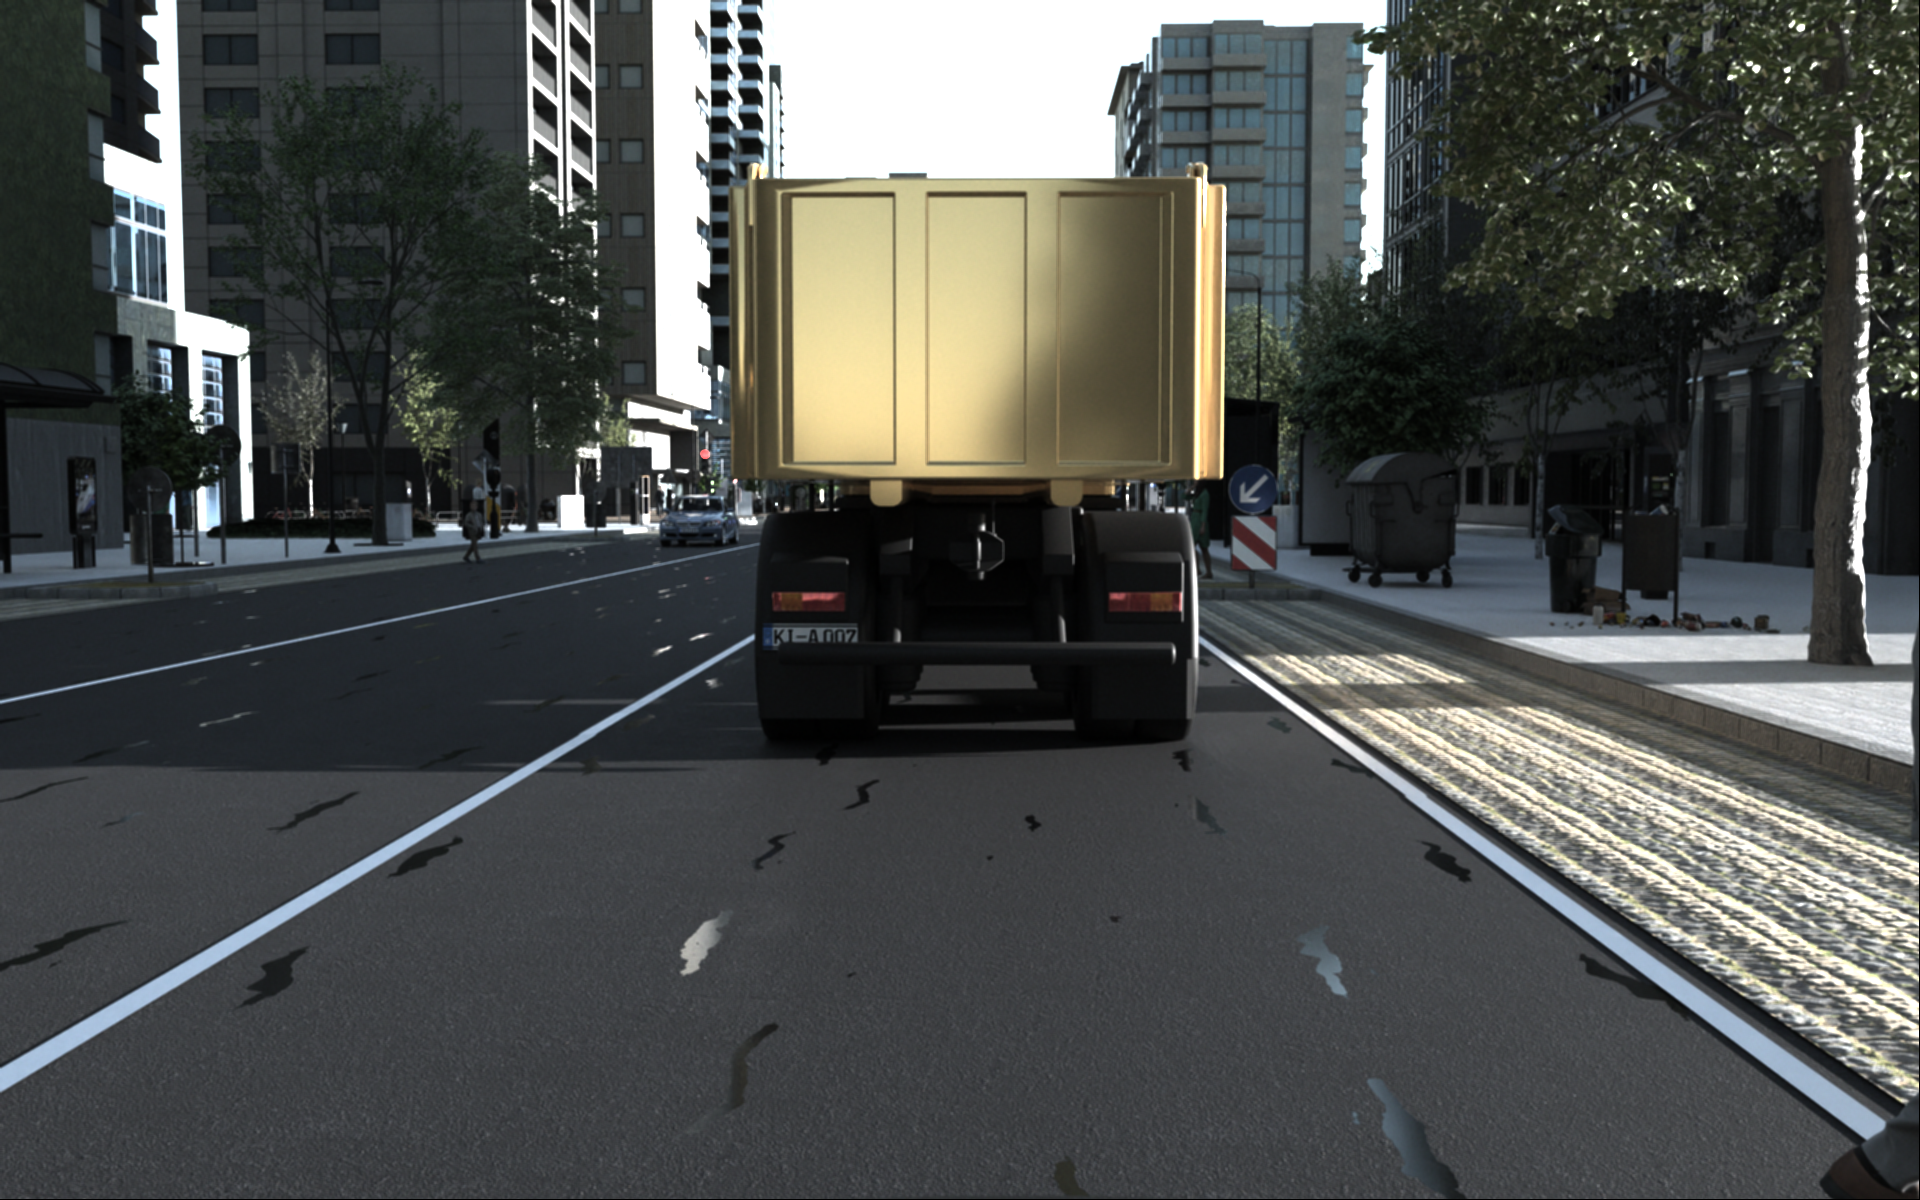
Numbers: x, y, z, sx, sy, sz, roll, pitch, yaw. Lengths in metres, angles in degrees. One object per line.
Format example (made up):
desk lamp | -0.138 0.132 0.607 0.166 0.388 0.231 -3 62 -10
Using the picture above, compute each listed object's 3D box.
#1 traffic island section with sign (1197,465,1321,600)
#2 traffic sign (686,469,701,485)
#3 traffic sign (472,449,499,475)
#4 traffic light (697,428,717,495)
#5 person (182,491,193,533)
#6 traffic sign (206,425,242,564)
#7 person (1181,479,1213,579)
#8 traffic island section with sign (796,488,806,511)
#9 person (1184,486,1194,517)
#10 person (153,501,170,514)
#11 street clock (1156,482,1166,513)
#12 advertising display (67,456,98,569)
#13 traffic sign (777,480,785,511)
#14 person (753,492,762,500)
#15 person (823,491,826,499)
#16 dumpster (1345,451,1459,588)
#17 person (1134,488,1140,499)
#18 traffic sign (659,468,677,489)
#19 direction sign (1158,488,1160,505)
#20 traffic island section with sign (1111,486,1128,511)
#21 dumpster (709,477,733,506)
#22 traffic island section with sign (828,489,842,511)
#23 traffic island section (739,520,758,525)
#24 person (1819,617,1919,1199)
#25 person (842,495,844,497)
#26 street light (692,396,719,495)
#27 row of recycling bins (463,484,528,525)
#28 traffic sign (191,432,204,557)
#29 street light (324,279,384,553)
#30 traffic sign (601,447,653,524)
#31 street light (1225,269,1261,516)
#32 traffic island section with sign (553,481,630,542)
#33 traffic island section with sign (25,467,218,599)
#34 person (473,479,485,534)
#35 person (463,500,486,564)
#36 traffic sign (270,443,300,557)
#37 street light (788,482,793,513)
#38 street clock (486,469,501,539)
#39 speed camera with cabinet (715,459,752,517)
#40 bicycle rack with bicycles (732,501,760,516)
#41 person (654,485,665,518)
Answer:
traffic island section with sign | 3.866 -0.948 24.131 1.989 1.847 2.006 0 4 1
traffic sign | -13.452 -5.346 87.515 0.768 2.556 0.104 0 4 2
traffic sign | -13.802 -3.095 50.336 0.795 2.593 0.064 0 4 5
traffic light | -10.840 -5.215 74.183 0.839 4.253 0.868 0 4 1
person | -25.730 -3.133 57.612 0.444 1.785 0.601 -3 4 -37
traffic sign | -13.539 -1.937 31.770 0.768 2.556 0.104 0 4 8
person | 4.032 -1.239 28.998 0.529 1.795 0.600 -1 4 -21
traffic island section with sign | -9.833 -6.030 107.211 1.989 1.847 2.006 0 4 1
person | 10.273 -4.209 77.523 0.606 1.804 0.583 -2 4 -29
person | -16.835 -1.852 36.565 0.600 1.795 0.529 2 4 25
street clock | 7.687 -3.756 65.987 0.471 2.002 0.358 0 4 -6
advertising display | -15.193 -1.516 30.007 0.123 1.923 0.974 0 4 -7
traffic sign | -13.263 -7.728 128.476 0.606 2.300 0.079 0 4 6
person | -18.512 -9.269 157.704 0.853 1.813 0.709 2 4 32
person | -13.276 -9.924 169.125 0.721 1.723 1.217 -1 4 -9
dumpster | 6.226 -1.141 24.409 1.264 1.857 1.865 0 4 1
person | 15.640 -8.920 152.278 0.661 1.777 0.834 0 4 -2
traffic sign | -14.160 -5.137 83.993 0.884 2.594 0.081 0 4 5
direction sign | 7.977 -4.732 69.365 0.379 3.537 0.876 3 5 41
traffic island section with sign | 4.457 -2.596 51.080 1.989 1.847 2.006 0 4 1
dumpster | -13.858 -5.961 99.957 1.502 2.255 1.985 0 4 1
traffic island section with sign | -9.236 -7.678 134.160 1.989 1.847 2.006 0 4 1
traffic island section | -10.705 -3.671 82.301 2.009 0.180 2.903 0 4 1
person | 1.884 0.348 2.927 0.709 1.813 0.853 -3 5 -44
person | -4.005 -3.279 62.286 0.721 1.800 0.419 -2 4 -26
street light | -12.143 -6.715 82.333 1.470 5.913 1.316 0 4 1
row of recycling bins | -19.571 -4.057 73.450 3.534 1.692 1.069 1 4 21
traffic sign | -15.653 -2.161 35.441 0.768 2.556 0.104 0 4 6
street light | -13.142 -3.978 37.574 1.470 5.913 1.316 0 4 1
traffic sign | -14.296 -4.918 74.276 2.265 3.308 0.079 0 4 6
street light | 5.546 -3.843 35.382 1.470 5.913 1.316 0 4 1
traffic island section with sign | -11.035 -2.662 52.145 1.989 1.847 2.006 0 4 1
traffic island section with sign | -11.649 -0.963 24.366 1.989 1.847 2.006 0 4 1
person | -15.459 -3.003 55.500 0.624 1.780 0.694 -3 5 -41
person | -10.021 -1.406 35.767 0.640 1.303 0.475 2 4 23
traffic sign | -13.620 -2.009 34.976 0.606 2.300 0.079 0 4 5
street light | -11.187 -9.018 119.984 1.470 5.913 1.316 0 4 1
street clock | -13.411 -2.768 49.826 0.358 2.002 0.471 1 4 11
speed camera with cabinet | -12.777 -6.321 97.690 2.038 3.252 0.660 -1 4 -16
bicycle rack with bicycles | -13.613 -5.463 102.708 2.852 0.926 2.925 -3 5 -42
person | -16.116 -5.294 93.015 0.576 1.772 0.534 -2 4 -28
